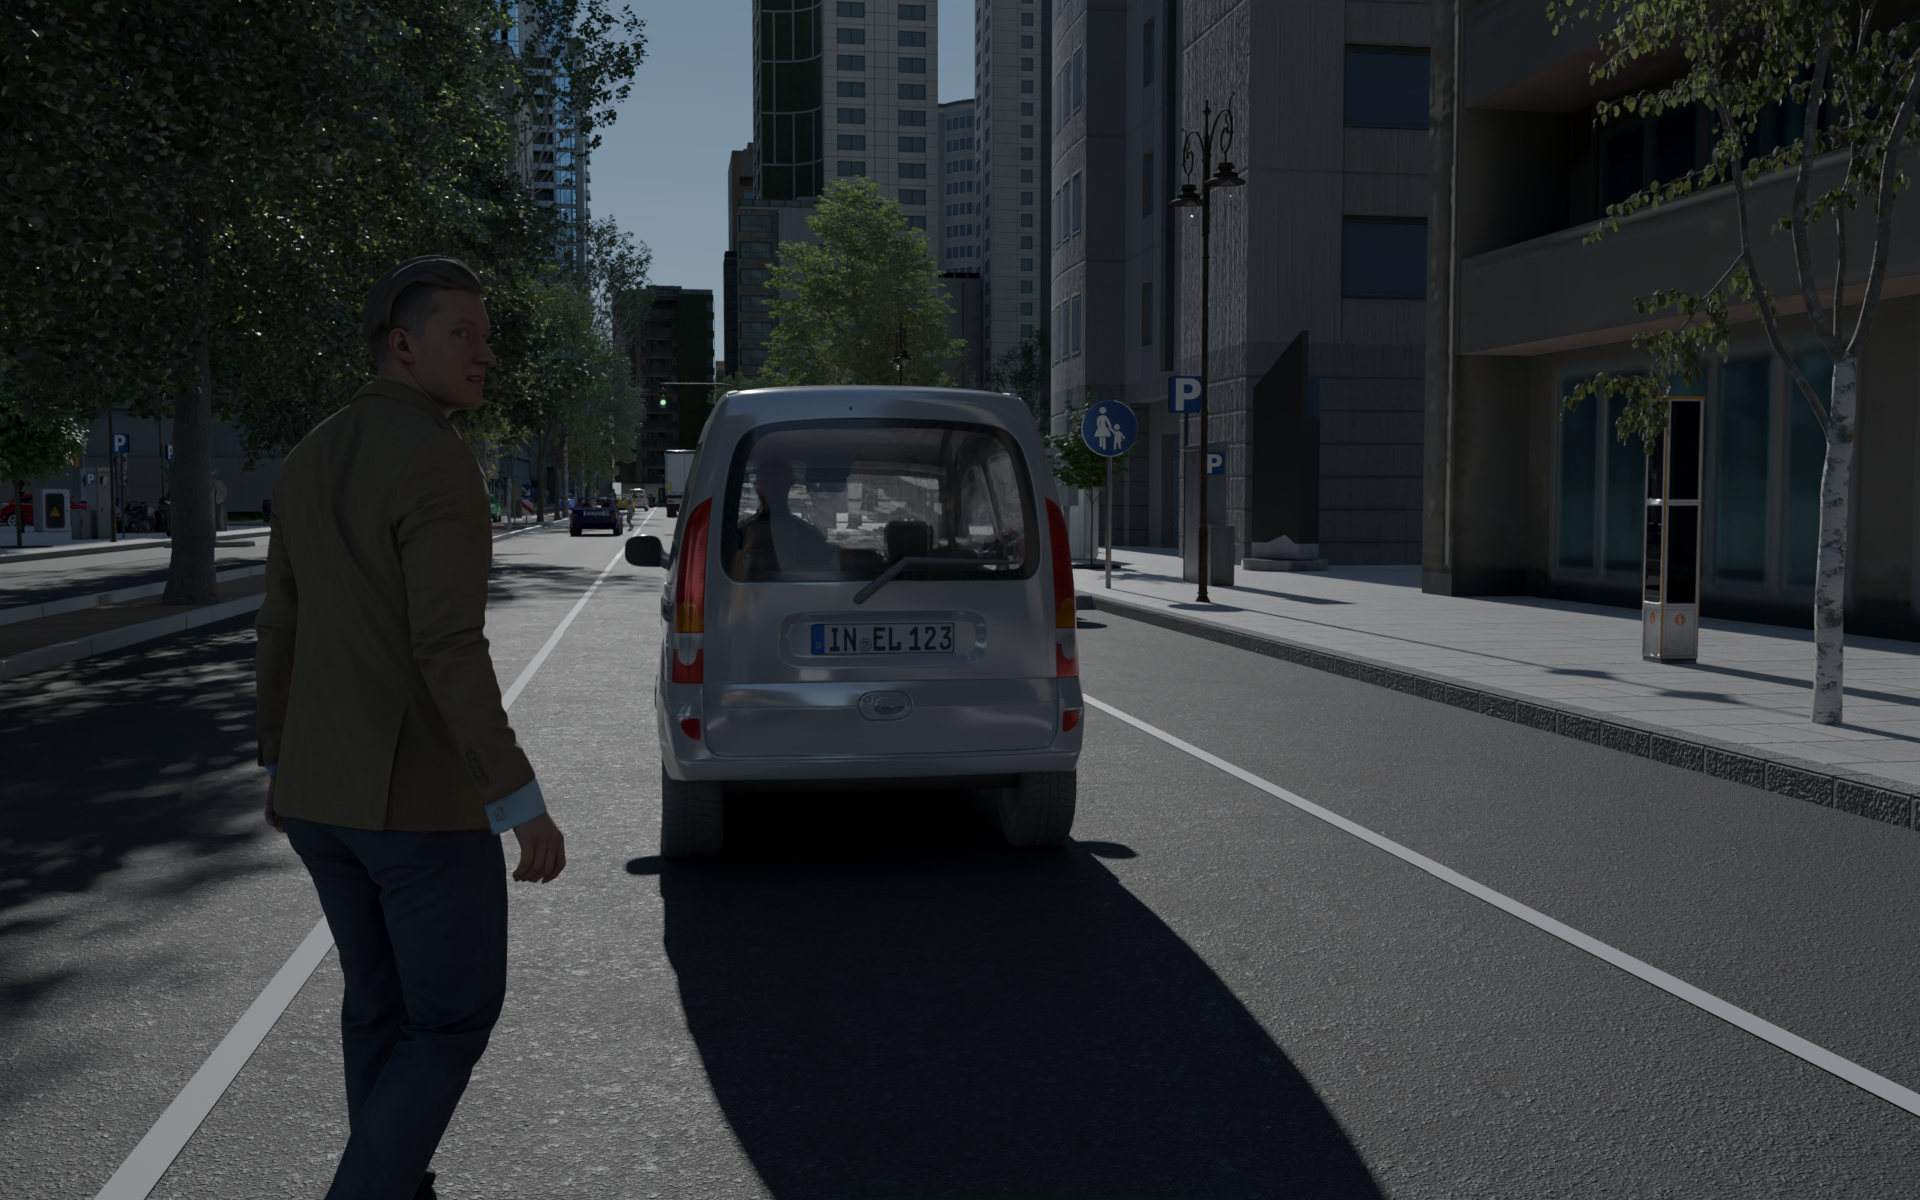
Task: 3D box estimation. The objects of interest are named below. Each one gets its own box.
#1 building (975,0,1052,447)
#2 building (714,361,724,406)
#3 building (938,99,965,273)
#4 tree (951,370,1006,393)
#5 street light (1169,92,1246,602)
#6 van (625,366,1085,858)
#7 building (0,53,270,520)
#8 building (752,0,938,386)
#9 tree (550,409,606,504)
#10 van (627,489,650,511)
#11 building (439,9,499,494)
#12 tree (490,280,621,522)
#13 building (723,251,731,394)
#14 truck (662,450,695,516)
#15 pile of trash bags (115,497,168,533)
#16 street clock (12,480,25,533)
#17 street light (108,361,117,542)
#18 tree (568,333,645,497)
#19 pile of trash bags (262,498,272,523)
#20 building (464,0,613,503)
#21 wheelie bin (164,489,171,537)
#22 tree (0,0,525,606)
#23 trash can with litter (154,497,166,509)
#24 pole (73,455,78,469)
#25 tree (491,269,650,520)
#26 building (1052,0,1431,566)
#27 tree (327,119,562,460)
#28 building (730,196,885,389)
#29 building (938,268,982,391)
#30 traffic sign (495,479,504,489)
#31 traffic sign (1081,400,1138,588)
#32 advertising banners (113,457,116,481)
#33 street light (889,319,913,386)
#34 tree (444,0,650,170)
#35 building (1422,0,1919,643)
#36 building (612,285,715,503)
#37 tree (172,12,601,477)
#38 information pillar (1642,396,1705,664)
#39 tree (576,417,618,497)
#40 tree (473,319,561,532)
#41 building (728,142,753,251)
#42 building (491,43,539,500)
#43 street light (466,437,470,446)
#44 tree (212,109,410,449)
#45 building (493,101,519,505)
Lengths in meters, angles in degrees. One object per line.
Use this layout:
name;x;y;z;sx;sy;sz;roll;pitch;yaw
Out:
building;12.276;-48.095;224.598;20.611;71.187;20.563;-1;4;-10
building;-21.212;-25.027;254.226;28.899;21.520;27.650;-1;4;-10
building;8.854;-43.557;254.150;28.212;58.520;21.231;-1;4;-10
tree;0.295;-9.390;103.892;4.360;8.622;3.978;0;3;0
street light;2.895;-2.916;20.472;0.468;5.910;1.993;-1;4;-10
van;-0.596;-0.078;8.280;2.013;2.044;4.112;-1;4;-9
building;-46.122;-30.987;95.876;28.713;52.752;27.495;-1;4;-10
building;-14.062;-45.952;189.568;20.563;71.187;20.611;-1;4;-10
tree;-26.051;-10.068;117.430;4.737;8.622;4.395;0;3;0
van;-27.088;-8.479;145.650;2.013;2.044;4.112;0;4;-8
building;-49.793;-30.972;156.496;14.600;45.320;14.200;-1;4;-10
tree;-19.995;-9.441;82.573;9.928;11.665;9.643;0;3;0
building;-21.287;-26.666;207.685;14.160;30.474;14.107;-1;4;-10
truck;-18.635;-7.825;116.851;2.839;4.237;11.283;-1;4;-10
pile of trash bags;-26.889;-2.941;57.846;1.912;1.369;3.447;1;4;18
street clock;-31.008;-3.214;57.116;0.471;2.002;0.358;3;4;38
street light;-22.542;-4.475;45.953;0.468;5.910;1.993;-1;4;-10
tree;-29.424;-13.941;137.053;9.857;13.997;8.962;0;3;0
pile of trash bags;-30.833;-4.239;79.058;1.912;1.369;3.447;-1;4;-20
building;-64.876;-56.830;241.846;31.000;86.520;22.319;-1;4;-10
wheelie bin;-23.425;-2.699;52.034;0.980;1.594;0.693;1;4;18
tree;-9.993;-6.912;22.126;9.857;13.997;8.962;0;3;0
trash can with litter;-28.219;-3.089;61.890;0.624;1.170;1.055;1;4;13
pole;-38.064;-4.939;74.597;0.158;3.312;0.155;0;3;0
tree;-21.920;-11.075;93.905;12.009;13.543;11.850;0;3;0
building;13.063;-30.736;44.530;21.231;58.520;28.212;-1;4;-10
tree;-14.639;-7.692;46.355;7.486;12.596;7.792;0;3;0
building;-15.107;-24.516;172.536;14.160;30.474;14.107;-1;4;-10
building;-5.215;-27.735;225.168;14.107;30.474;14.160;-1;4;-10
traffic sign;-39.389;-9.047;148.023;0.768;2.556;0.104;0;4;-2
traffic sign;2.018;-1.430;23.492;0.768;2.556;0.104;0;4;-3
advertising banners;-40.278;-5.223;81.584;2.074;3.025;0.090;2;4;35
street light;-1.568;-4.479;46.018;0.468;5.910;1.993;-1;4;-10
tree;-16.980;-12.134;56.732;12.611;20.169;13.585;0;3;0
building;18.233;-23.773;12.395;21.300;48.544;21.600;-1;4;-10
building;-41.566;-28.829;243.050;14.107;30.474;14.160;-1;4;-10
tree;-12.890;-7.243;37.891;9.611;12.733;9.660;0;3;0
information pillar;5.418;-0.531;13.167;0.304;2.012;0.304;0;4;-6
tree;-30.506;-11.713;144.330;4.360;8.622;3.978;0;3;0
tree;-17.170;-6.907;65.743;4.360;8.622;3.978;0;3;0
building;-22.304;-34.942;221.414;14.600;45.320;14.200;-1;4;-10
building;-65.171;-37.805;207.347;27.495;52.752;28.713;-1;4;-10
street light;-36.494;-9.529;128.584;0.468;5.910;1.993;-1;4;-10
tree;-11.274;-4.694;29.560;4.737;8.622;4.395;0;3;0
building;-58.512;-34.145;177.873;23.786;49.044;30.456;-1;4;-10
